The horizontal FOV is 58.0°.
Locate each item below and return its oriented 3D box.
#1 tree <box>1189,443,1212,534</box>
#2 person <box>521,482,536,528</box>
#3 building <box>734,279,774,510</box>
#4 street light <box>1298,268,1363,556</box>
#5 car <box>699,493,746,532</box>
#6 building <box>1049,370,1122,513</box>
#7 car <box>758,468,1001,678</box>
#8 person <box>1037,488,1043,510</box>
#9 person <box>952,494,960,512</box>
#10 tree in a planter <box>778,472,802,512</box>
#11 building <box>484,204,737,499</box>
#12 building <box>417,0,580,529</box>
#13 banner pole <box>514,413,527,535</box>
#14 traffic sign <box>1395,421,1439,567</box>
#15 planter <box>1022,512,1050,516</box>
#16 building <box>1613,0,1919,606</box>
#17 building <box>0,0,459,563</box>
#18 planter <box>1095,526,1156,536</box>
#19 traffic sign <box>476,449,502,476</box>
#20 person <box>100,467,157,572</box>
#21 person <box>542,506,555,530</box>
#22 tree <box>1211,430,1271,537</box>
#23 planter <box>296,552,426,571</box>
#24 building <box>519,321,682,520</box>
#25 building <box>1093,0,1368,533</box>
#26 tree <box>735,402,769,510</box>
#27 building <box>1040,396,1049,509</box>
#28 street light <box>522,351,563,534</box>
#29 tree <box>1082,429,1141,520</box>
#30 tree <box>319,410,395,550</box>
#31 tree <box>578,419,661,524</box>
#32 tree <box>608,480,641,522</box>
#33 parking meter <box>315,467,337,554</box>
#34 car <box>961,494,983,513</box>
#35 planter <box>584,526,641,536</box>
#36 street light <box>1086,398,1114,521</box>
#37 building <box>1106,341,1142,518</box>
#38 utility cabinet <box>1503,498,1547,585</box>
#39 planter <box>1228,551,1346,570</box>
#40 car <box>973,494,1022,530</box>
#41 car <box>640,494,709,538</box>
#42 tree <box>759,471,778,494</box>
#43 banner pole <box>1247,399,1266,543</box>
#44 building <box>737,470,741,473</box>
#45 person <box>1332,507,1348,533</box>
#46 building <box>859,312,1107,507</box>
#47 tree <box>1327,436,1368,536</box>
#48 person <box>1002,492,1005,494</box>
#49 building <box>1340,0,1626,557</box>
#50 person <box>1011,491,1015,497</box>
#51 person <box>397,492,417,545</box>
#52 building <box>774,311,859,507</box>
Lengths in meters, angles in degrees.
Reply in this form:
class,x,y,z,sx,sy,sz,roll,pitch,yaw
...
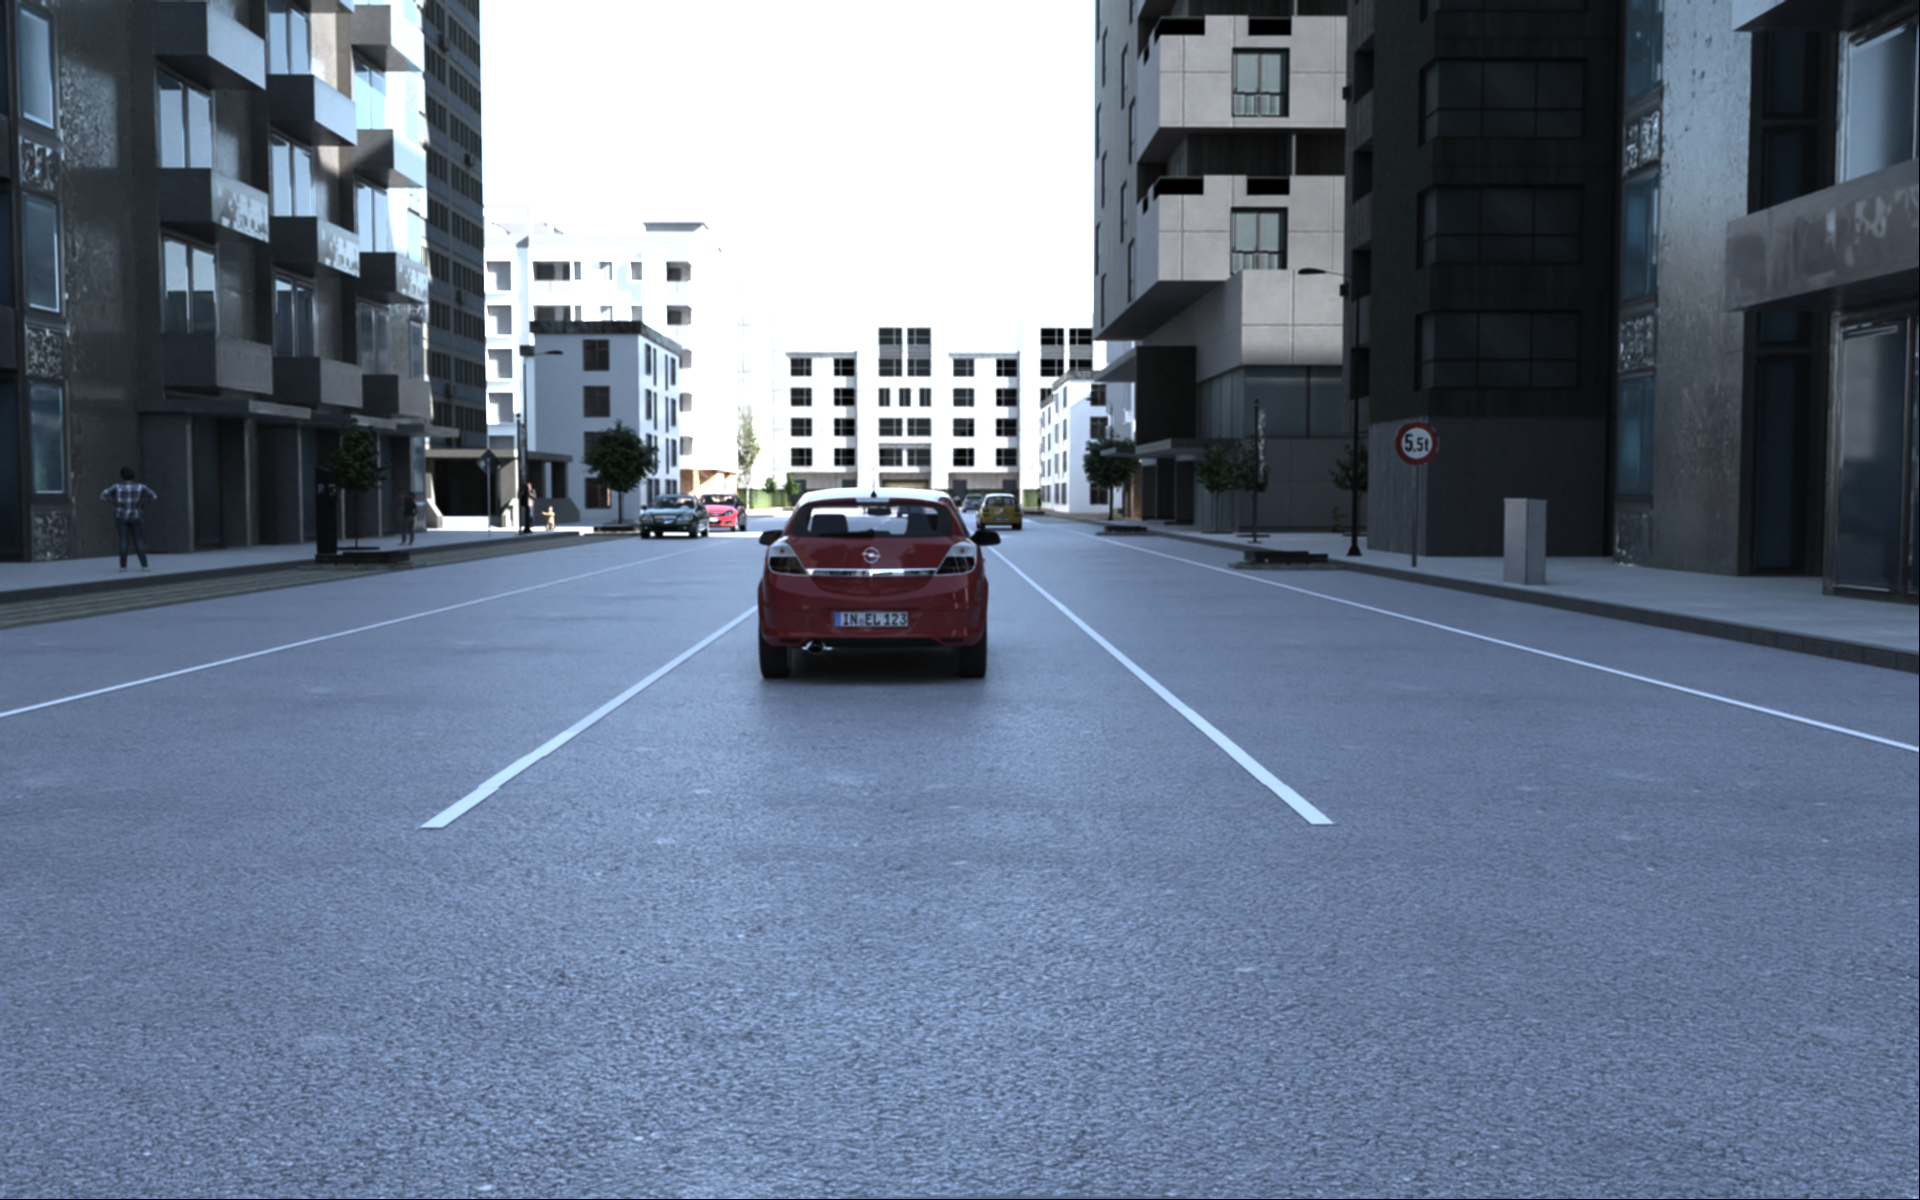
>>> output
class,x,y,z,sx,sy,sz,roll,pitch,yaw
tree,8.408,-3.775,56.327,1.663,3.219,1.824,0,3,0
person,-16.447,-3.616,65.979,0.431,1.722,0.655,-3,5,-42
building,-32.975,-17.386,150.718,31.486,18.905,16.747,0,4,-1
street light,7.648,-3.868,35.783,1.470,5.913,1.316,0,4,-1
car,-9.243,-3.495,66.178,2.155,1.783,4.494,0,4,0
building,11.809,-10.731,117.601,9.099,9.664,28.070,0,4,-1
car,-0.704,-0.364,14.995,2.155,1.783,4.494,0,4,-1
person,6.461,-8.084,138.996,0.721,1.735,1.217,1,4,15
person,-0.284,-6.953,125.363,0.628,1.438,0.799,0,4,3
tree in a planter,-13.466,-8.619,138.148,1.991,3.239,1.994,0,4,-1
building,-24.090,-15.980,117.686,16.016,20.091,11.380,0,4,-1
building,-33.356,-23.171,70.728,32.217,40.220,23.993,0,4,-1
banner pole,-13.663,-3.914,54.016,0.401,3.779,0.863,0,4,5
traffic sign,7.995,-1.853,30.410,0.768,2.556,0.104,0,4,1
planter,4.710,-5.523,111.444,1.991,0.319,1.994,0,4,-1
building,24.893,-24.525,20.597,30.456,49.044,23.786,0,4,-1
building,-27.131,-25.920,43.402,23.786,49.044,30.456,0,4,-1
planter,5.728,-2.406,60.472,1.991,0.319,1.994,0,4,-1
traffic sign,-13.761,-3.109,50.558,0.795,2.593,0.064,1,4,8
person,-13.722,-1.336,28.618,0.841,1.734,0.376,-1,4,-23
person,-14.509,-2.885,61.131,0.347,0.859,0.695,0,4,3
tree,8.887,-3.516,52.084,1.663,3.219,1.824,0,3,0
planter,-11.387,-0.738,33.211,1.991,0.319,1.994,0,4,-1
building,-20.249,-9.528,97.938,9.099,9.664,28.070,0,4,-1
building,20.032,-29.385,69.678,28.713,52.752,27.495,0,4,-1
tree,-17.126,-11.522,138.745,4.737,8.622,4.395,0,3,0
building,12.168,-12.446,145.632,9.099,9.664,28.070,0,4,-1
street light,-13.545,-5.116,56.182,1.470,5.913,1.316,0,4,-1
tree,7.590,-6.323,87.097,4.285,4.588,4.351,0,3,0
tree,-13.862,-2.780,40.048,1.663,3.219,1.824,0,3,0
tree,-14.665,-5.536,74.232,4.285,4.588,4.351,0,3,0
tree,-15.612,-5.270,80.772,1.663,3.219,1.824,0,3,0
parking meter,-13.512,-1.910,36.941,0.399,1.863,0.255,2,4,27
car,1.068,-7.472,134.174,2.014,1.417,4.499,0,4,-1
planter,-11.926,-2.397,60.324,1.991,0.319,1.994,0,4,-1
street light,6.763,-6.799,83.706,1.470,5.913,1.316,0,4,-1
building,16.421,-14.731,97.264,16.016,20.091,11.380,0,4,-1
utility cabinet,8.113,-0.838,24.867,0.306,1.237,1.020,0,4,0
planter,6.242,-0.758,33.533,1.991,0.319,1.994,0,4,-1
car,1.581,-3.710,70.877,2.015,1.641,3.980,0,4,-2
car,-9.449,-2.800,57.577,2.131,1.459,4.920,0,4,-1
tree,-16.043,-9.191,144.866,1.663,3.219,1.824,0,3,0
banner pole,7.812,-3.378,45.253,0.401,3.779,0.863,-1,4,-13
building,-24.702,-16.674,129.035,16.016,20.091,11.380,0,4,-1
person,12.473,-2.624,56.864,0.347,0.859,0.695,-1,4,-19
building,5.986,-19.001,177.117,31.486,18.905,16.747,0,4,-1
tree,12.329,-3.576,53.062,1.663,3.219,1.824,0,3,0
person,3.991,-9.157,159.688,0.415,1.643,0.593,-2,4,-26
building,16.427,-16.504,41.534,14.160,30.474,14.107,0,4,-1
person,3.190,-5.974,107.642,0.593,1.643,0.415,2,4,35
person,-13.870,-2.048,43.445,0.340,1.345,0.435,2,4,24
building,-25.540,-18.937,176.070,31.486,18.905,16.747,0,4,-1
